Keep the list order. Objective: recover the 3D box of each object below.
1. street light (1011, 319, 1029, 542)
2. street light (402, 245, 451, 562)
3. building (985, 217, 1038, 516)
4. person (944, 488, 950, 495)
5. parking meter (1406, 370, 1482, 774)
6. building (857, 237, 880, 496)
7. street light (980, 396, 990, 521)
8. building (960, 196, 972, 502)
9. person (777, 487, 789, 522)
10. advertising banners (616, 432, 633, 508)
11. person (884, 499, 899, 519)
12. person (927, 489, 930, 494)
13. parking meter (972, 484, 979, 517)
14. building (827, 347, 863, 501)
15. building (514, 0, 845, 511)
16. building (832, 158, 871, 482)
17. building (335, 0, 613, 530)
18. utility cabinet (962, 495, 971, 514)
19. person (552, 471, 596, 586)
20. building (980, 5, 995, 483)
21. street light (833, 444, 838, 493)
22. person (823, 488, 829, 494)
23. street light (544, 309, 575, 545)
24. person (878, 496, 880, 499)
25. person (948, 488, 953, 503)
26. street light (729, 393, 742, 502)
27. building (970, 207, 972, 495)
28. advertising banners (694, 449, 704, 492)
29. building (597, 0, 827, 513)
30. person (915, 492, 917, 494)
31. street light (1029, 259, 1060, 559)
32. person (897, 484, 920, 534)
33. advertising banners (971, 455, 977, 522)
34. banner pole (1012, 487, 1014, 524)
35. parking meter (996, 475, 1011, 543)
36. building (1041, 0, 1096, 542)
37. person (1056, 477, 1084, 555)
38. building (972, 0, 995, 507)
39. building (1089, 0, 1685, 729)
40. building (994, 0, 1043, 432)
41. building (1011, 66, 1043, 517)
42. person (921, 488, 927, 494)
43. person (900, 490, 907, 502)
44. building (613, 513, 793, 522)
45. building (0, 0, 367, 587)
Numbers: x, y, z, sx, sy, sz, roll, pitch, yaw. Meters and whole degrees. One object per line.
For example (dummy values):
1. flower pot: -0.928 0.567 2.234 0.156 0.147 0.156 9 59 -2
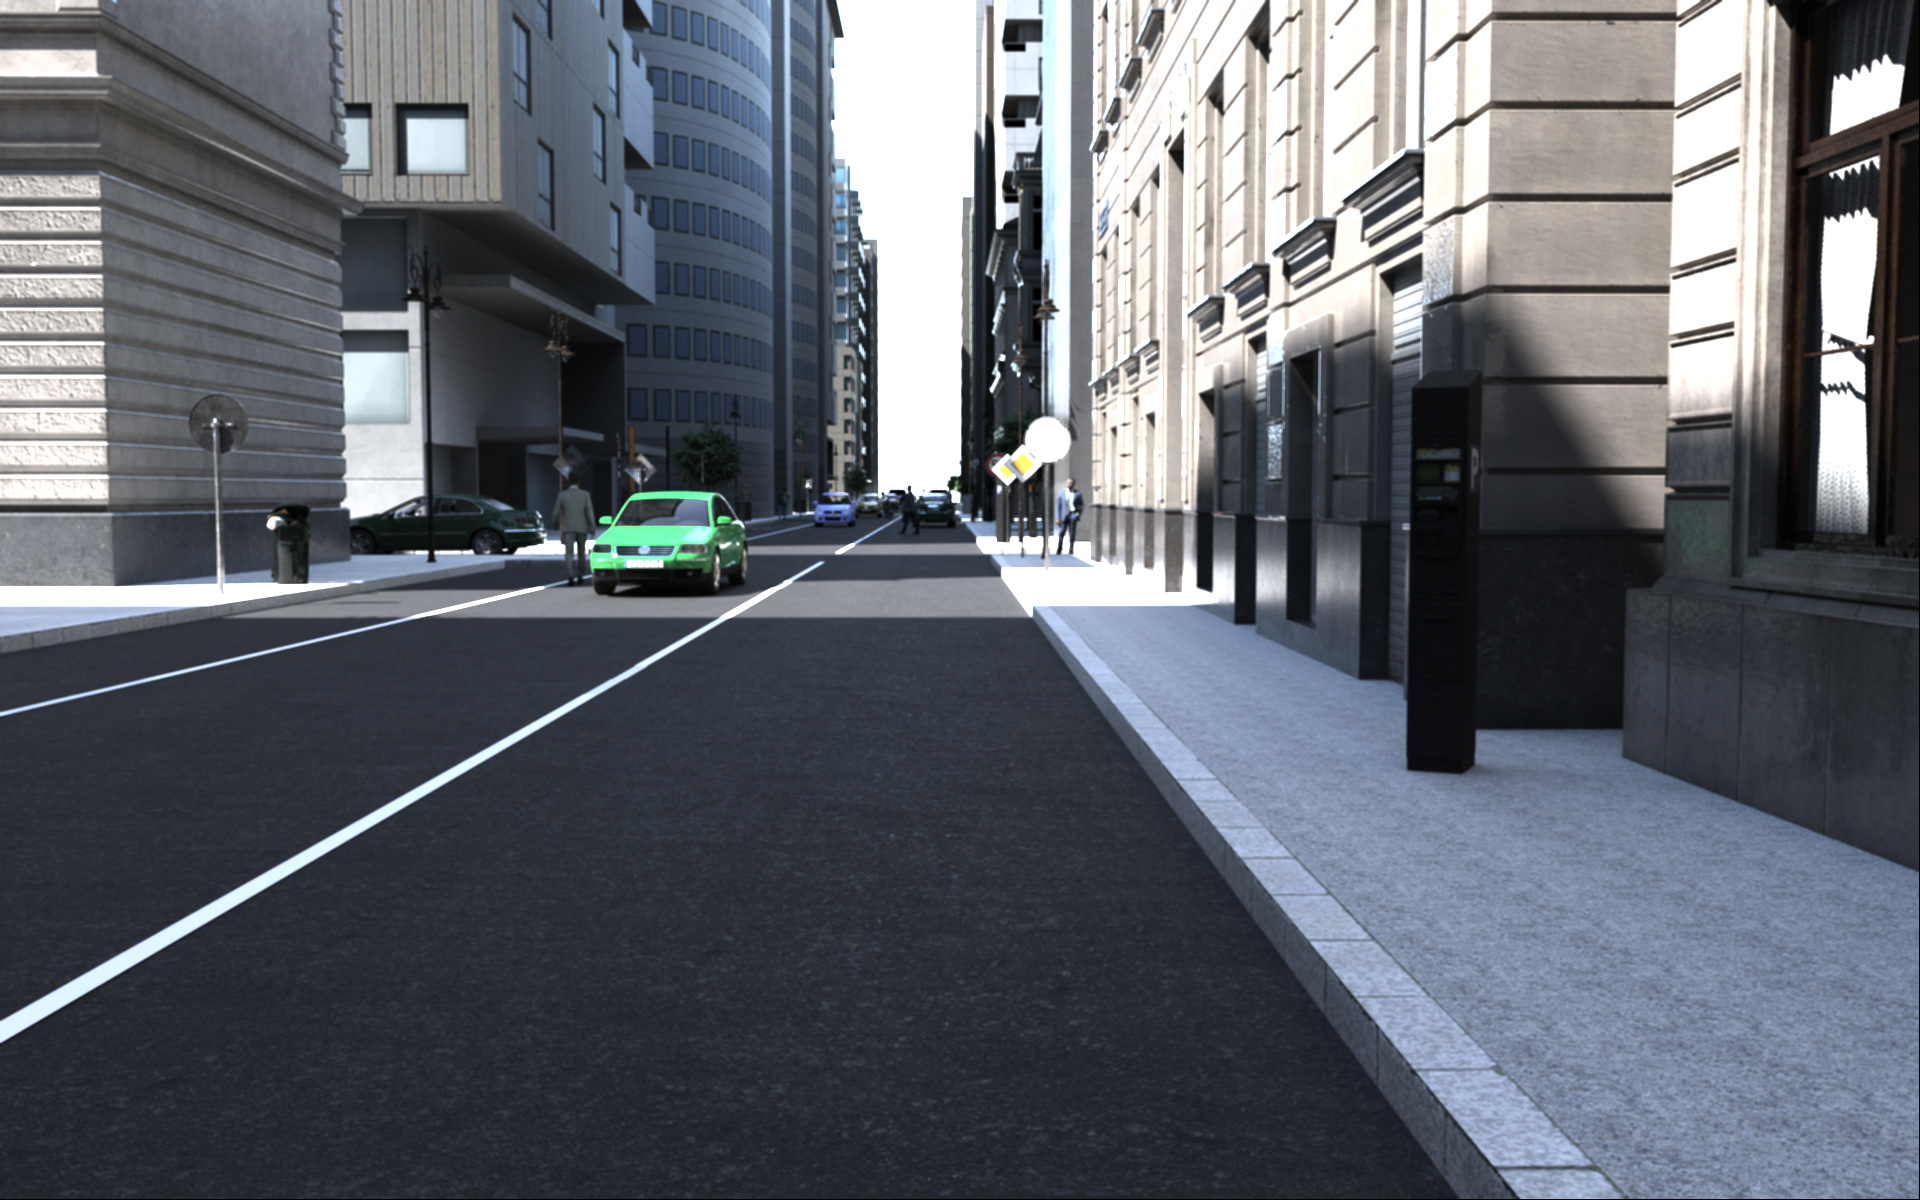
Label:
1. street light: 1.604 -4.468 45.844 0.468 5.910 1.993 0 4 -1
2. street light: -9.929 -3.644 32.368 0.468 5.910 1.993 0 4 -1
3. building: 7.072 -14.893 108.125 10.561 19.102 19.286 0 4 -1
4. person: -0.771 -6.174 109.703 0.793 1.790 0.793 -3 5 -42
5. parking meter: 2.253 -0.143 8.057 0.255 1.863 0.399 2 4 27
6. building: -19.834 -35.817 269.209 14.154 41.232 14.086 0 4 -1
7. street light: 1.189 -6.657 81.623 0.468 5.910 1.993 0 4 -1
8. building: 10.778 -39.310 266.426 21.300 48.544 21.600 0 4 -1
9. person: -9.014 -4.865 88.395 0.623 1.781 0.721 0 4 -4
10. advertising banners: -9.605 -3.265 49.577 0.090 3.025 2.074 0 4 1
11. person: -3.918 -5.128 97.836 1.012 1.151 0.738 -3 5 -43
12. person: -2.496 -7.984 139.017 1.348 1.826 0.705 3 5 40
13. parking meter: 0.869 -5.621 97.620 0.399 1.863 0.255 0 4 4
14. building: -26.651 -22.804 217.882 27.650 21.520 28.899 0 4 -1
15. building: -26.469 -35.769 174.065 28.713 52.752 27.495 0 4 -1
16. building: -25.008 -38.353 246.683 23.786 49.044 30.456 0 4 -1
17. building: -25.163 -28.526 55.636 28.713 52.752 27.495 0 4 -1
18. utility cabinet: 0.648 -6.170 112.038 1.020 1.237 0.306 0 4 1
19. person: -6.073 -1.130 27.250 0.678 1.792 0.850 -1 4 -13
20. building: 9.091 -31.039 157.593 14.600 45.320 14.200 0 4 -1
21. street light: -11.168 -11.203 155.963 0.468 5.910 1.993 0 4 -1
22. person: -7.878 -5.740 102.440 0.391 1.810 0.635 -3 5 -41
23. street light: -9.989 -4.316 43.358 0.468 5.910 1.993 0 4 -1
24. person: -9.942 -12.078 209.161 0.799 1.438 0.628 2 4 29
25. person: -0.565 -5.262 94.870 0.374 1.781 0.599 1 4 11
26. street light: -10.319 -6.541 79.739 0.468 5.910 1.993 0 4 -1
27. building: 8.498 -34.550 248.486 14.154 41.232 14.086 0 4 -1
28. advertising banners: -10.079 -4.329 66.960 0.090 3.025 2.074 0 4 2
29. building: -22.694 -36.924 145.703 21.231 58.520 28.212 0 4 -1
30. person: -5.528 -12.810 218.647 1.217 1.736 0.721 -1 4 -20
31. street light: 1.693 -3.757 34.222 0.468 5.910 1.993 0 4 -1
32. person: -1.849 -3.240 61.864 0.834 1.777 0.661 0 4 -7
33. advertising banners: 0.632 -5.083 79.296 0.090 3.025 2.074 0 4 -5
34. banner pole: 2.025 -5.083 73.130 0.863 3.779 0.401 1 4 13
35. parking meter: 1.143 -2.428 45.414 0.255 1.863 0.399 -2 4 -35
36. building: 17.721 -14.166 50.683 30.058 24.678 14.314 0 4 -1
37. person: 2.411 -1.837 38.715 0.721 1.800 0.419 0 4 1
38. building: 11.759 -38.923 178.387 21.231 58.520 28.212 0 4 -1
39. building: 8.288 -13.669 20.755 12.463 27.353 25.104 0 4 -1
40. building: 16.491 -33.458 136.273 28.713 52.752 27.495 0 4 -1
41. building: 9.708 -16.013 80.889 14.460 24.649 34.723 0 4 -1
42. person: -1.929 -5.259 94.903 0.576 1.772 0.534 -2 4 -28
43. person: -4.792 -8.665 150.733 0.990 1.755 0.434 -1 4 -23
44. building: -20.677 -33.596 91.297 21.231 58.520 28.212 0 4 -1
45. building: -20.930 -12.166 27.799 19.941 23.489 11.050 0 4 -1
